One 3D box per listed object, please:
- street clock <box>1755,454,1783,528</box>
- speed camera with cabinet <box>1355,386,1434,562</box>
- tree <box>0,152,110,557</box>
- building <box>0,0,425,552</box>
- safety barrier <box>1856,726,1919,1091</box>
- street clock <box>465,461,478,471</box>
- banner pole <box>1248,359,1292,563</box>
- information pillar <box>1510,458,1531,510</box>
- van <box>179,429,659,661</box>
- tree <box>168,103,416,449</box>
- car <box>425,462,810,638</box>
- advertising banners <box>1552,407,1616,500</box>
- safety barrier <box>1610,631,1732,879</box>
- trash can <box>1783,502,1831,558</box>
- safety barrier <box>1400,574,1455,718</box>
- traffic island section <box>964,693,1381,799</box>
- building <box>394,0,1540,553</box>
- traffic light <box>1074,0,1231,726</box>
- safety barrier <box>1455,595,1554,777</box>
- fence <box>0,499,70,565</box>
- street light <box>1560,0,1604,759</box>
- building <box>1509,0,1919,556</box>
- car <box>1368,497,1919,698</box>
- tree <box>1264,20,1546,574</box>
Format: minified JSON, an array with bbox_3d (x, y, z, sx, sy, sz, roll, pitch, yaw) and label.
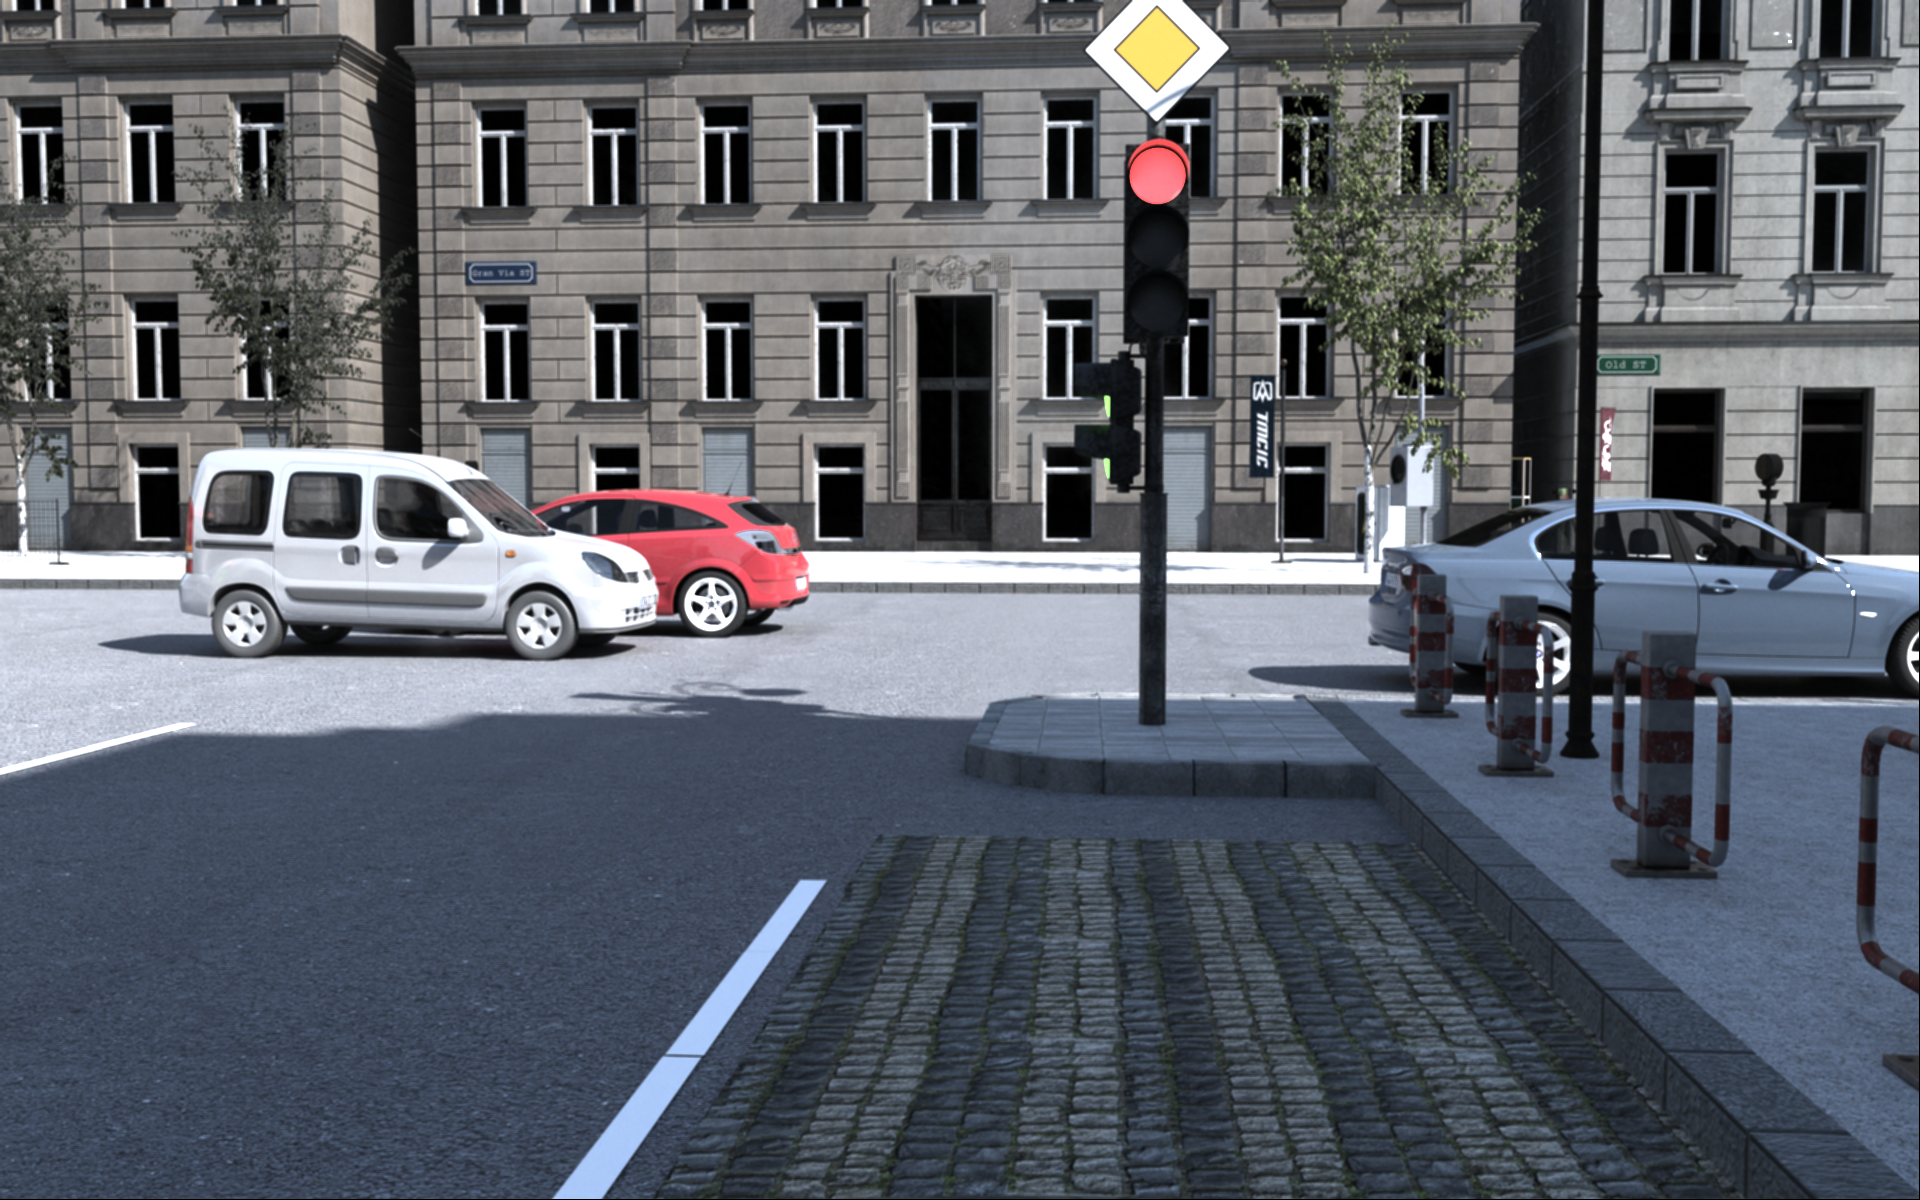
[{"bbox_3d":[14.565,-1.630,31.222,0.358,2.002,0.471,-1,4,-12],"label":"street clock"},{"bbox_3d":[8.132,-2.334,32.494,0.660,3.252,2.038,-1,4,-13],"label":"speed camera with cabinet"},{"bbox_3d":[-19.187,-5.173,34.937,4.360,8.622,3.978,0,3,0],"label":"tree"},{"bbox_3d":[-25.062,-15.088,43.952,25.104,27.353,12.463,0,4,5],"label":"building"},{"bbox_3d":[2.214,0.643,3.769,0.300,0.817,1.120,0,4,5],"label":"safety barrier"},{"bbox_3d":[-10.710,-2.046,38.020,0.358,2.002,0.471,-2,4,-25],"label":"street clock"},{"bbox_3d":[5.761,-2.576,32.132,0.863,3.779,0.401,0,4,-6],"label":"banner pole"},{"bbox_3d":[11.325,-1.868,35.033,0.304,2.012,0.304,3,5,44],"label":"information pillar"},{"bbox_3d":[-4.829,-0.533,15.732,4.112,2.044,2.013,0,4,5],"label":"van"},{"bbox_3d":[-13.022,-5.078,33.392,4.360,8.622,3.978,0,3,0],"label":"tree"},{"bbox_3d":[-3.839,-0.560,18.194,4.494,1.783,2.155,0,4,5],"label":"car"},{"bbox_3d":[12.507,-2.353,34.662,2.074,3.025,0.090,-3,4,-37],"label":"advertising banners"},{"bbox_3d":[2.382,0.516,5.842,0.300,0.817,1.120,0,4,5],"label":"safety barrier"},{"bbox_3d":[14.399,-1.090,29.483,0.748,1.137,0.748,0,3,0],"label":"trash can"},{"bbox_3d":[2.715,0.262,9.992,0.300,0.817,1.120,0,4,5],"label":"safety barrier"},{"bbox_3d":[1.094,0.772,9.666,2.009,0.180,2.903,0,4,5],"label":"traffic island section"},{"bbox_3d":[0.301,-15.035,43.089,25.104,27.353,12.463,0,4,5],"label":"building"},{"bbox_3d":[1.055,-1.262,9.555,0.839,4.253,0.868,0,4,5],"label":"traffic light"},{"bbox_3d":[2.547,0.389,7.916,0.300,0.817,1.120,0,4,5],"label":"safety barrier"},{"bbox_3d":[-17.032,-1.190,30.661,0.480,1.192,2.264,3,4,37],"label":"fence"},{"bbox_3d":[3.034,-2.172,8.303,0.468,5.910,1.993,0,4,5],"label":"street light"},{"bbox_3d":[34.938,-16.237,41.887,44.131,29.872,17.030,0,4,5],"label":"building"},{"bbox_3d":[5.374,-0.057,12.928,4.499,1.417,2.014,0,4,3],"label":"car"},{"bbox_3d":[6.679,-4.714,27.438,4.737,8.622,4.395,0,3,0],"label":"tree"}]
